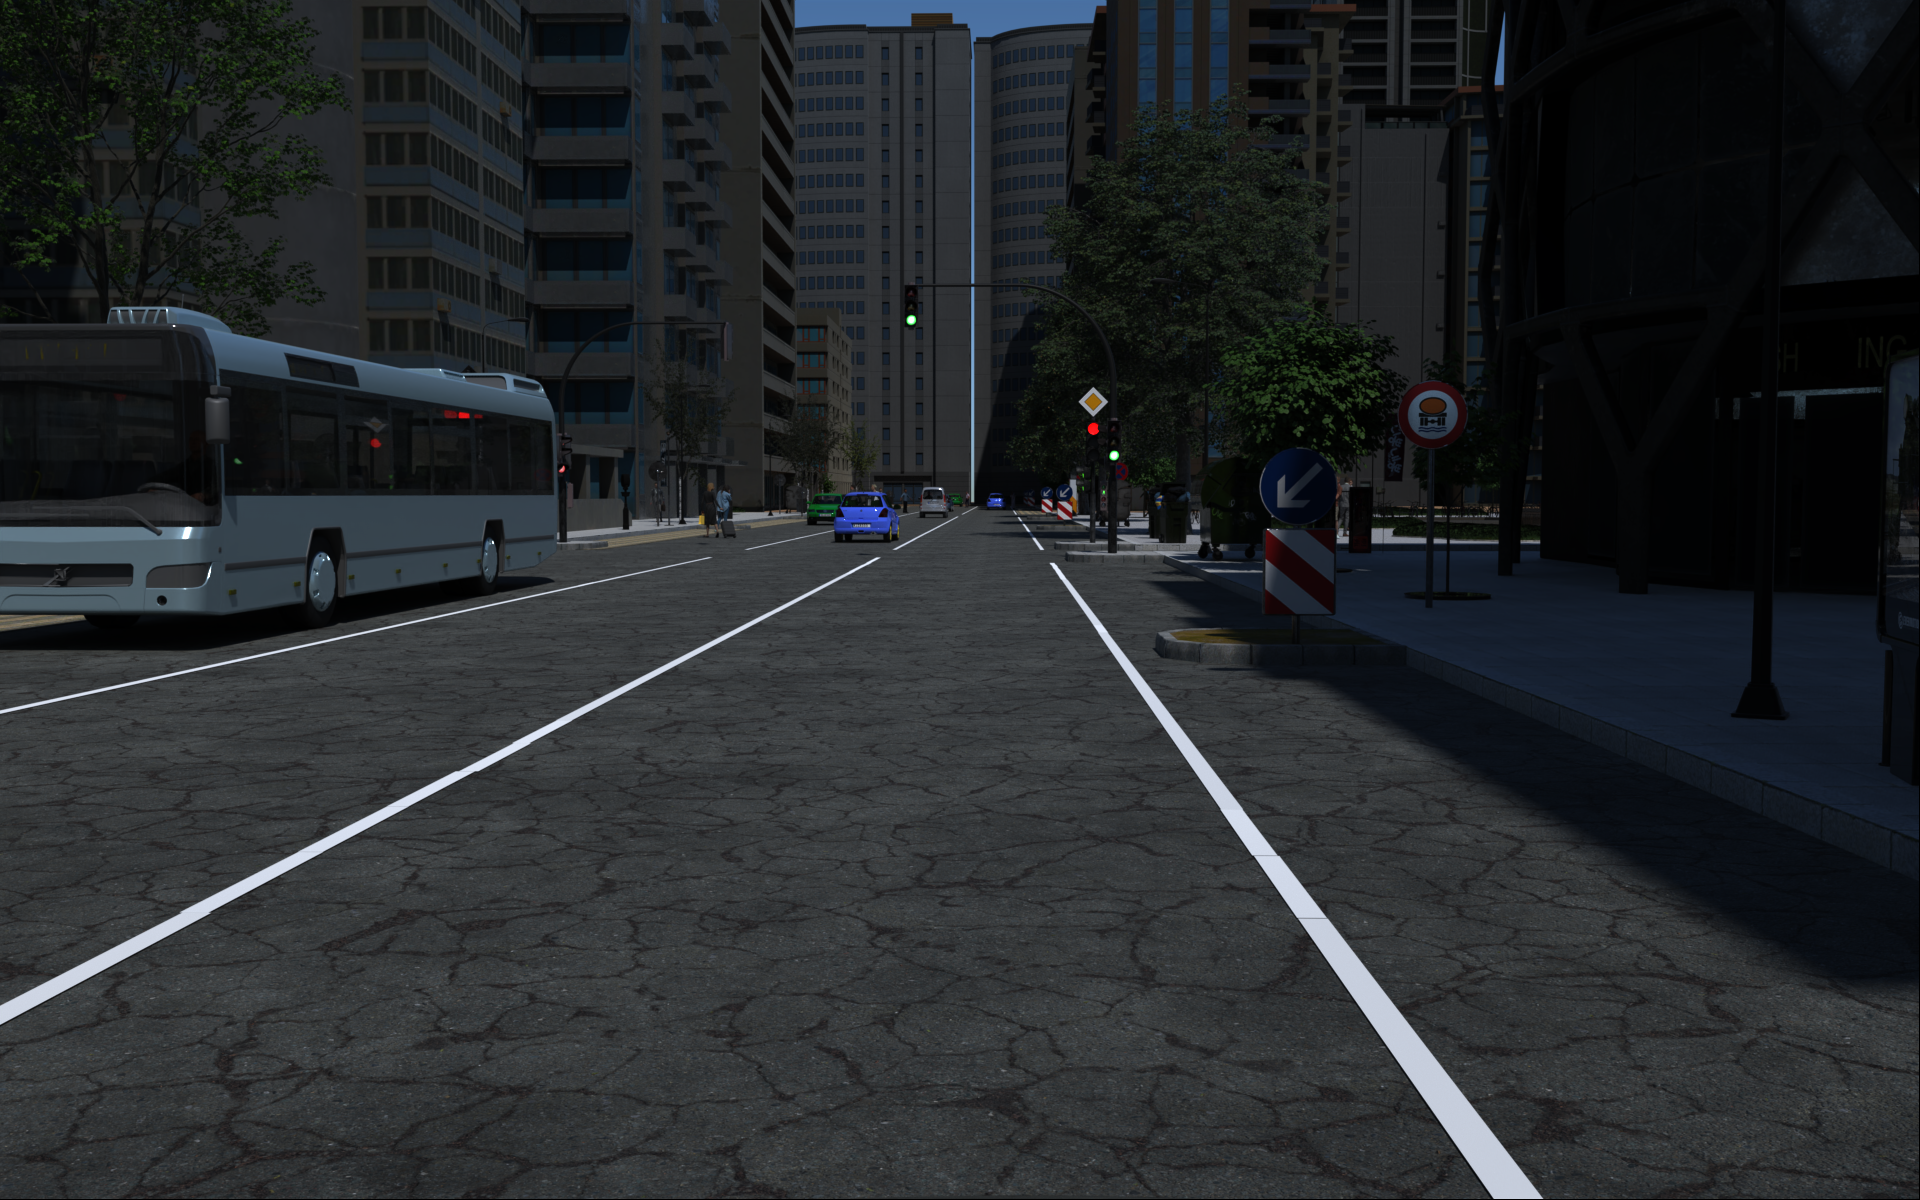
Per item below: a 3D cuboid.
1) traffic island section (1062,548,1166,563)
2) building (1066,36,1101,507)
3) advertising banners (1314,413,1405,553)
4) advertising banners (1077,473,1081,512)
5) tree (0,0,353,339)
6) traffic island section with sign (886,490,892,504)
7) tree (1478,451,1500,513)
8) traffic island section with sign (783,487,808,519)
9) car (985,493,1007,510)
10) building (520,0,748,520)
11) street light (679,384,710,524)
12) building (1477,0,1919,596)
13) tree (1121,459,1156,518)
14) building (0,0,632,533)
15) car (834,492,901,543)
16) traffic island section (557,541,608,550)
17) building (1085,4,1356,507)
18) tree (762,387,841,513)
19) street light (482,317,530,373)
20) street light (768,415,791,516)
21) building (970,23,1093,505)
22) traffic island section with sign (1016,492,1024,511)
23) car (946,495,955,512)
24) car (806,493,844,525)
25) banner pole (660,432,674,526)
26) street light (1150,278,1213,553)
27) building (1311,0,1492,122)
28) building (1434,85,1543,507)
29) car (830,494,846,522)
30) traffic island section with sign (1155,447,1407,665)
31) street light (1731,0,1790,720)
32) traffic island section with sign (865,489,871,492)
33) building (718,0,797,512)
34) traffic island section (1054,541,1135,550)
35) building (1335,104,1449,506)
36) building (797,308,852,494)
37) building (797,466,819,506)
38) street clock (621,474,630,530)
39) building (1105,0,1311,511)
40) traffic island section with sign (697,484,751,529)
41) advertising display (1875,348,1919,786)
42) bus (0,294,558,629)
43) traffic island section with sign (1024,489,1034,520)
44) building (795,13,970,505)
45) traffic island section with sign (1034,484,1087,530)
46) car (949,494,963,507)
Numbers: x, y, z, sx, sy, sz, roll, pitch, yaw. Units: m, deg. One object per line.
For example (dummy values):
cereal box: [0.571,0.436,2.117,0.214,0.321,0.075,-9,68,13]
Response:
traffic island section: [3.318,-0.935,37.565,2.009,0.180,2.903,0,4,1]
building: [22.123,-34.080,180.905,21.300,48.544,21.600,0,4,1]
advertising banners: [8.658,-2.529,37.534,2.074,3.025,0.090,1,4,17]
advertising banners: [7.926,-7.297,115.492,0.090,3.025,2.074,0,4,-1]
tree: [-13.654,-6.237,27.726,9.928,11.665,9.643,0,3,0]
traffic island section with sign: [-7.103,-10.190,175.228,1.989,1.847,2.006,0,4,1]
tree: [35.993,-8.160,117.134,4.285,4.588,4.351,0,3,0]
traffic island section with sign: [-8.944,-5.481,98.239,1.989,1.847,2.006,0,4,1]
car: [3.219,-8.799,153.461,1.945,1.707,3.694,0,4,0]
building: [-25.188,-29.235,97.599,23.786,49.044,30.456,0,4,1]
street light: [-11.226,-6.159,73.245,1.470,5.913,1.316,0,4,1]
building: [16.552,-9.672,25.586,16.820,18.784,16.811,0,4,1]
tree: [10.011,-6.717,93.544,4.285,4.588,4.351,0,3,0]
building: [-29.371,-22.603,61.447,32.217,40.220,23.993,0,4,1]
car: [-2.786,-2.615,52.346,1.945,1.707,3.694,0,4,3]
traffic island section: [-10.528,-1.444,45.888,2.009,0.180,2.903,0,4,1]
building: [22.580,-30.654,155.816,22.147,44.769,28.867,0,4,1]
tree: [-11.179,-10.279,118.424,4.360,8.622,3.978,0,3,0]
street light: [-12.009,-4.473,45.679,1.470,5.913,1.316,0,4,1]
street light: [-10.596,-7.895,101.630,1.470,5.913,1.316,0,4,1]
building: [15.847,-41.228,216.071,28.212,58.520,21.231,0,4,1]
traffic island section with sign: [5.963,-8.526,148.022,1.989,1.847,2.006,0,4,1]
car: [-1.462,-7.929,141.641,2.014,1.417,4.499,0,4,3]
car: [-6.152,-4.411,80.923,1.959,1.807,4.718,0,4,-1]
banner pole: [-11.996,-4.929,70.610,0.401,3.779,0.863,-3,5,-41]
street light: [4.781,-3.967,37.403,1.470,5.913,1.316,0,4,1]
building: [55.321,-47.515,215.117,20.611,71.187,20.563,0,4,1]
building: [64.612,-32.184,180.835,28.867,44.769,22.147,0,4,1]
car: [-5.924,-4.990,91.371,2.009,1.686,4.222,0,4,0]
traffic island section with sign: [2.788,-0.420,15.490,1.989,1.847,2.006,0,4,1]
street light: [4.078,-2.281,9.836,1.470,5.913,1.316,0,4,1]
traffic island section with sign: [-7.757,-8.517,147.882,1.989,1.847,2.006,0,4,1]
building: [-24.373,-31.091,132.046,21.300,48.544,21.600,0,4,1]
traffic island section: [3.509,-1.423,45.548,2.009,0.180,2.903,0,4,1]
building: [43.222,-30.655,184.797,14.086,41.232,14.154,0,4,1]
building: [-26.904,-20.561,181.206,28.899,21.520,27.650,0,4,1]
building: [-23.236,-43.679,152.400,20.563,71.187,20.611,0,4,1]
street clock: [-12.031,-3.532,62.325,0.358,2.002,0.471,-2,4,-26]
building: [18.553,-29.575,133.655,14.600,45.320,14.200,0,4,1]
traffic island section with sign: [-9.613,-3.801,70.770,1.989,1.847,2.006,0,4,1]
advertising display: [4.283,-0.153,7.720,0.123,1.923,0.974,1,4,15]
bus: [-7.932,-1.613,21.235,2.948,3.499,13.247,0,4,2]
traffic island section with sign: [4.760,-5.429,97.395,1.989,1.847,2.006,0,4,1]
building: [-12.662,-41.264,216.662,28.212,58.520,21.231,0,4,1]
traffic island section with sign: [4.104,-3.763,70.155,1.989,1.847,2.006,0,4,1]
car: [-0.628,-11.424,195.578,1.959,1.807,4.718,0,4,2]
